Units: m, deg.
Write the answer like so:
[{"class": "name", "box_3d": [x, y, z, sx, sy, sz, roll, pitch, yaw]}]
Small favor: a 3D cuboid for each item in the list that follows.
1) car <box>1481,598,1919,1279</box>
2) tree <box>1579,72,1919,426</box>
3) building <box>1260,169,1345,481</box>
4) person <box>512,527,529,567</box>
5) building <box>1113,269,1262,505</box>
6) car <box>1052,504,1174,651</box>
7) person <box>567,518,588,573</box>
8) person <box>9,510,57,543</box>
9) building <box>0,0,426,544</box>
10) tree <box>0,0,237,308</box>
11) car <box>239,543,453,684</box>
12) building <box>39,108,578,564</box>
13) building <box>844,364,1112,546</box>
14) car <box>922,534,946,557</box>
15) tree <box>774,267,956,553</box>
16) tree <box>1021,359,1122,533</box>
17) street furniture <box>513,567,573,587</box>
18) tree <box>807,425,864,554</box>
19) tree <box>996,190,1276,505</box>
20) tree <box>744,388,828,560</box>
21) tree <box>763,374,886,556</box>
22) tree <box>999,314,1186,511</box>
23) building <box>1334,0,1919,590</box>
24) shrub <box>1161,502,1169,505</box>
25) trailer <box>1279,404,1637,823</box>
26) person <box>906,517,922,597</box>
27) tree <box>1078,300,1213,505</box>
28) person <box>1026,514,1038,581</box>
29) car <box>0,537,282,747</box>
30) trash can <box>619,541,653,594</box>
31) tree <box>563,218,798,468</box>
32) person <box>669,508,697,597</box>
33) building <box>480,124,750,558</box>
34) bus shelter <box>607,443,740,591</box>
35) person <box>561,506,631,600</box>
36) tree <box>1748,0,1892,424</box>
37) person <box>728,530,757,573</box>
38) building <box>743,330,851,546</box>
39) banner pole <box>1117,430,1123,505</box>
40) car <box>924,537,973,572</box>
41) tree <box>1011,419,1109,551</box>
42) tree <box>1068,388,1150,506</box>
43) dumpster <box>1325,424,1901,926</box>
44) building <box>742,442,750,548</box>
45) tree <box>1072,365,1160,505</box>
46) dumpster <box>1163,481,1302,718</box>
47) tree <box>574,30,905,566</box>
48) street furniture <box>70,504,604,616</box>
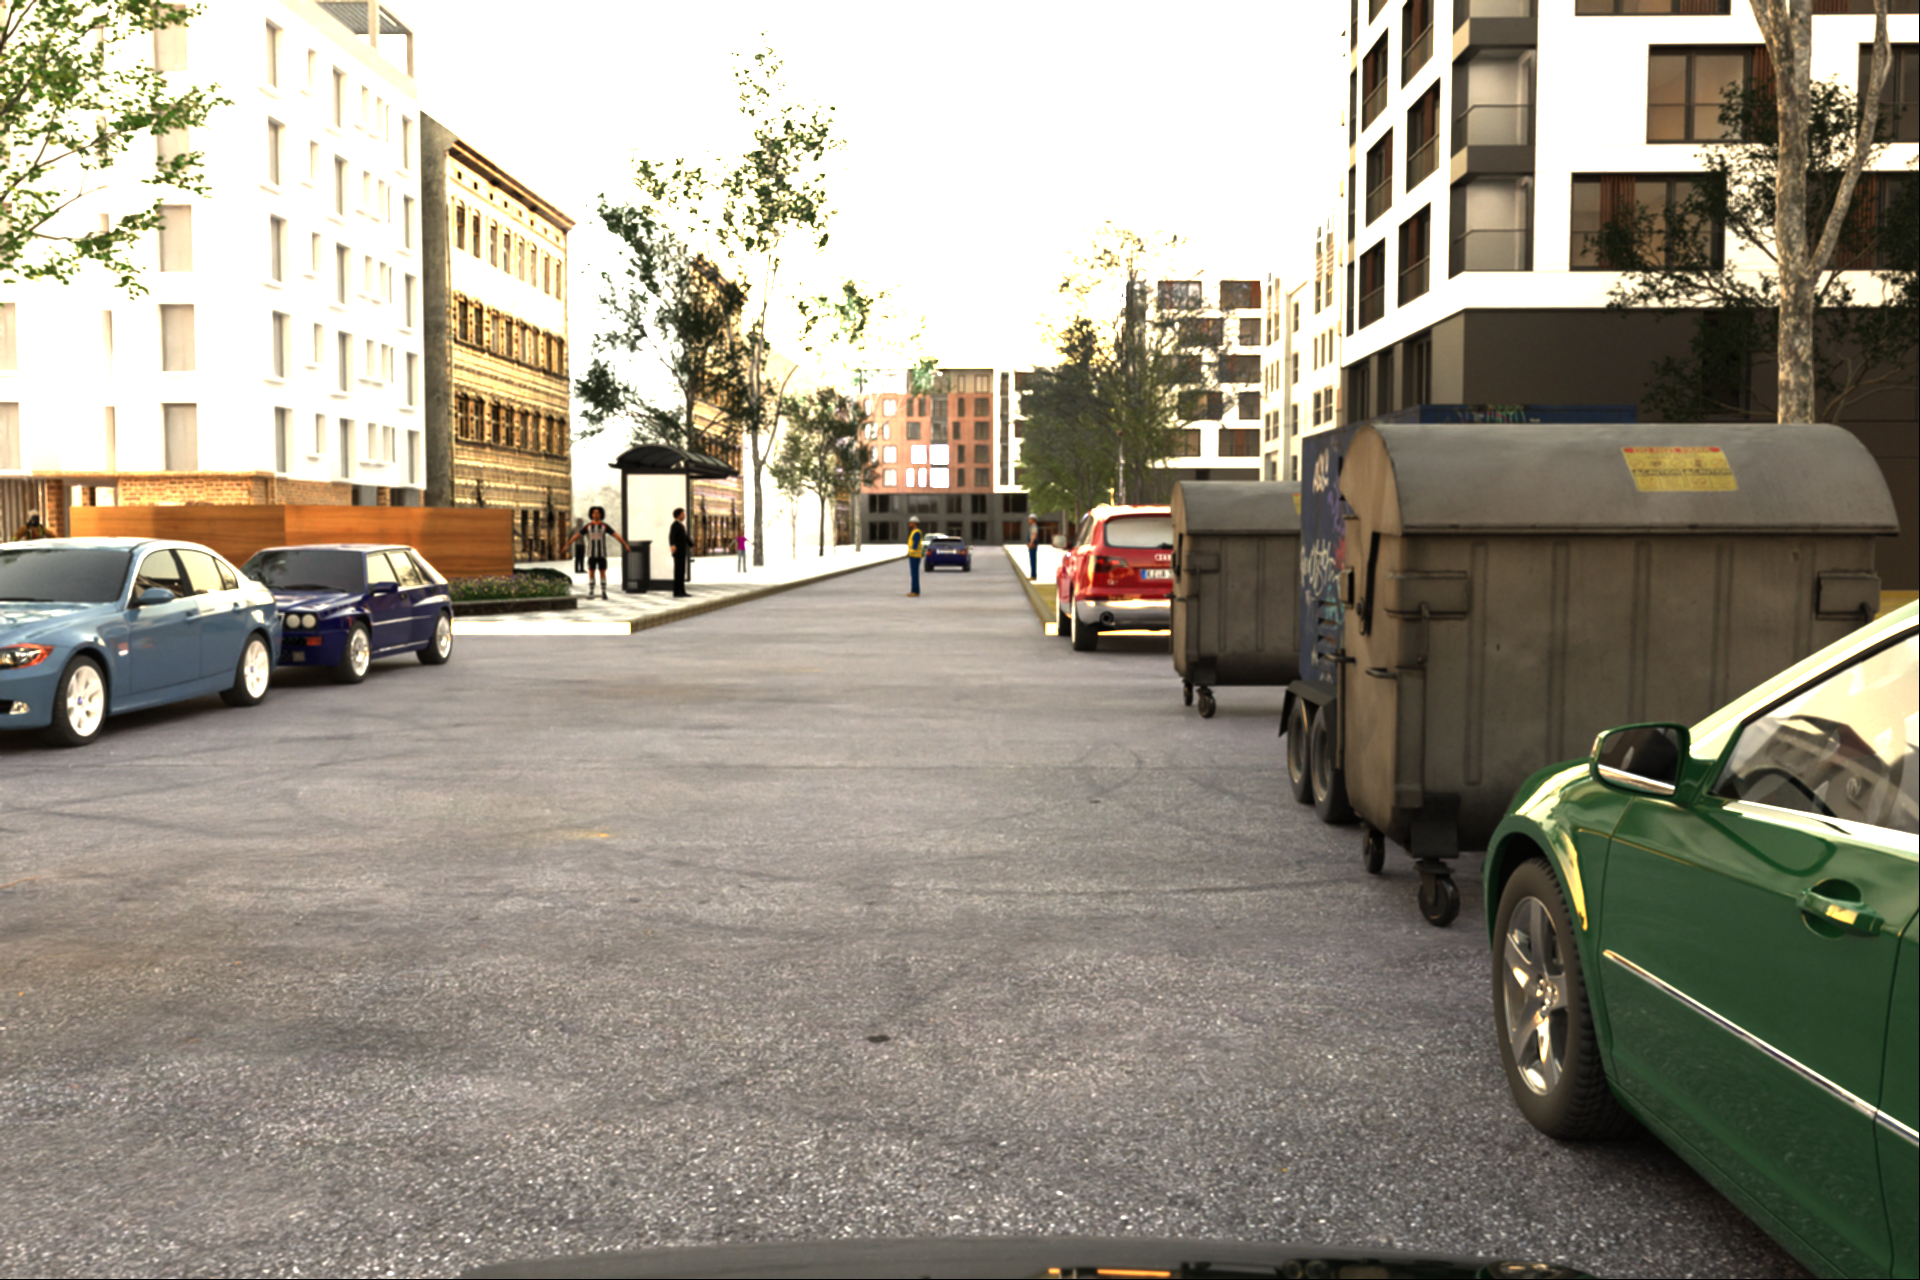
[{"class": "car", "box_3d": [2.280, 0.555, 2.732, 2.131, 1.459, 4.920, 0, 3, 0]}, {"class": "tree", "box_3d": [16.636, -6.045, 33.245, 8.767, 10.594, 7.601, -1, 4, -23]}, {"class": "building", "box_3d": [26.942, -13.821, 92.435, 16.747, 18.905, 31.486, 0, 4, 1]}, {"class": "person", "box_3d": [-15.514, -3.257, 59.527, 1.348, 1.796, 0.705, -1, 4, -15]}, {"class": "building", "box_3d": [27.041, -18.704, 149.788, 27.936, 21.610, 32.646, 0, 4, 1]}, {"class": "car", "box_3d": [2.381, -0.863, 22.783, 2.281, 1.827, 5.304, 0, 4, 0]}, {"class": "person", "box_3d": [-12.500, -3.114, 57.039, 1.348, 1.813, 0.705, 2, 4, 33]}, {"class": "person", "box_3d": [-21.775, -2.142, 40.793, 0.705, 1.858, 1.354, 3, 5, 40]}, {"class": "building", "box_3d": [-25.277, -11.932, 51.516, 16.016, 20.090, 11.380, 0, 4, 2]}, {"class": "tree", "box_3d": [-13.034, -5.840, 21.235, 9.928, 11.665, 9.643, 0, 3, 0]}, {"class": "car", "box_3d": [-6.563, -0.319, 17.798, 1.945, 1.354, 3.894, 0, 4, 2]}, {"class": "building", "box_3d": [-28.477, -14.946, 75.299, 19.493, 23.208, 18.063, 0, 4, 2]}, {"class": "building", "box_3d": [2.828, -22.935, 221.419, 32.646, 21.610, 27.936, 0, 4, 4]}, {"class": "car", "box_3d": [-1.544, -5.849, 107.421, 2.131, 1.459, 4.920, 0, 4, 2]}, {"class": "tree", "box_3d": [-6.644, -16.236, 121.354, 12.611, 20.169, 13.585, 0, 3, 0]}, {"class": "tree", "box_3d": [7.309, -11.754, 110.305, 7.486, 12.596, 7.792, 0, 3, 0]}, {"class": "street furniture", "box_3d": [-12.423, -1.493, 40.032, 5.734, 0.657, 10.072, 0, 4, 5]}, {"class": "tree", "box_3d": [-8.066, -9.844, 111.310, 4.360, 8.622, 3.978, 0, 3, 0]}, {"class": "tree", "box_3d": [6.381, -9.272, 61.965, 12.009, 13.543, 11.850, 0, 3, 0]}, {"class": "tree", "box_3d": [-8.245, -8.348, 86.844, 4.360, 8.622, 3.978, 0, 3, 0]}, {"class": "tree", "box_3d": [-7.715, -10.128, 100.012, 7.601, 10.594, 8.767, -2, 4, -29]}, {"class": "tree", "box_3d": [7.245, -11.408, 96.883, 12.009, 13.543, 11.850, 0, 3, 0]}, {"class": "building", "box_3d": [25.718, -12.905, 54.966, 27.936, 21.610, 32.646, 0, 4, 1]}, {"class": "shrub", "box_3d": [4.513, -2.002, 36.773, 1.661, 2.075, 1.752, 0, 3, 0]}, {"class": "trailer", "box_3d": [2.502, -0.156, 9.598, 1.471, 1.999, 3.904, 0, 4, 0]}, {"class": "person", "box_3d": [-1.075, -1.921, 39.834, 0.705, 1.833, 1.349, 0, 4, -5]}, {"class": "tree", "box_3d": [6.420, -6.333, 53.914, 4.360, 8.622, 3.978, 0, 3, 0]}, {"class": "person", "box_3d": [1.988, -2.572, 47.906, 0.705, 1.847, 1.347, 0, 3, 0]}, {"class": "car", "box_3d": [-6.739, -0.072, 13.183, 2.014, 1.417, 4.499, 0, 4, 1]}, {"class": "trash can", "box_3d": [-7.018, -1.581, 37.505, 0.748, 1.137, 0.748, 0, 3, 0]}, {"class": "tree", "box_3d": [-8.653, -7.205, 52.215, 8.767, 10.594, 7.601, 2, 4, 35]}, {"class": "person", "box_3d": [-5.678, -1.777, 35.243, 0.705, 1.806, 1.347, 1, 4, 10]}, {"class": "building", "box_3d": [-23.461, -16.606, 102.443, 19.493, 23.208, 18.063, 0, 4, 2]}, {"class": "bus shelter", "box_3d": [-6.730, -2.905, 41.419, 2.014, 3.302, 5.546, 0, 4, 3]}, {"class": "person", "box_3d": [-7.123, -1.702, 33.979, 1.345, 1.843, 0.704, 0, 4, -5]}, {"class": "tree", "box_3d": [7.749, -9.928, 18.213, 12.611, 20.169, 13.585, 0, 3, 0]}, {"class": "person", "box_3d": [-7.259, -2.967, 57.774, 0.991, 1.433, 0.599, -2, 4, -24]}, {"class": "building", "box_3d": [-22.466, -22.303, 195.578, 19.493, 23.208, 18.063, 0, 4, 1]}, {"class": "banner pole", "box_3d": [3.852, -3.158, 41.646, 0.401, 3.779, 0.863, 0, 4, 2]}, {"class": "car", "box_3d": [-0.462, -3.332, 67.053, 1.945, 1.354, 3.894, 0, 4, 2]}, {"class": "tree", "box_3d": [7.553, -12.979, 130.332, 7.486, 12.596, 7.792, 0, 3, 0]}, {"class": "tree", "box_3d": [6.899, -8.173, 83.984, 4.360, 8.622, 3.978, 0, 3, 0]}, {"class": "dumpster", "box_3d": [2.454, 0.087, 6.786, 1.865, 1.857, 1.264, 0, 4, 1]}, {"class": "building", "box_3d": [-24.050, -13.399, 161.227, 9.099, 9.664, 28.070, 0, 4, 0]}, {"class": "tree", "box_3d": [7.133, -7.635, 75.195, 4.360, 8.622, 3.978, 0, 3, 0]}, {"class": "dumpster", "box_3d": [2.619, -0.350, 13.946, 1.865, 1.857, 1.264, 0, 4, 0]}, {"class": "tree", "box_3d": [-8.618, -12.963, 67.829, 12.611, 20.169, 13.585, 0, 3, 0]}, {"class": "street furniture", "box_3d": [-10.751, -1.249, 27.269, 11.010, 1.723, 9.812, 2, 4, 26]}]
